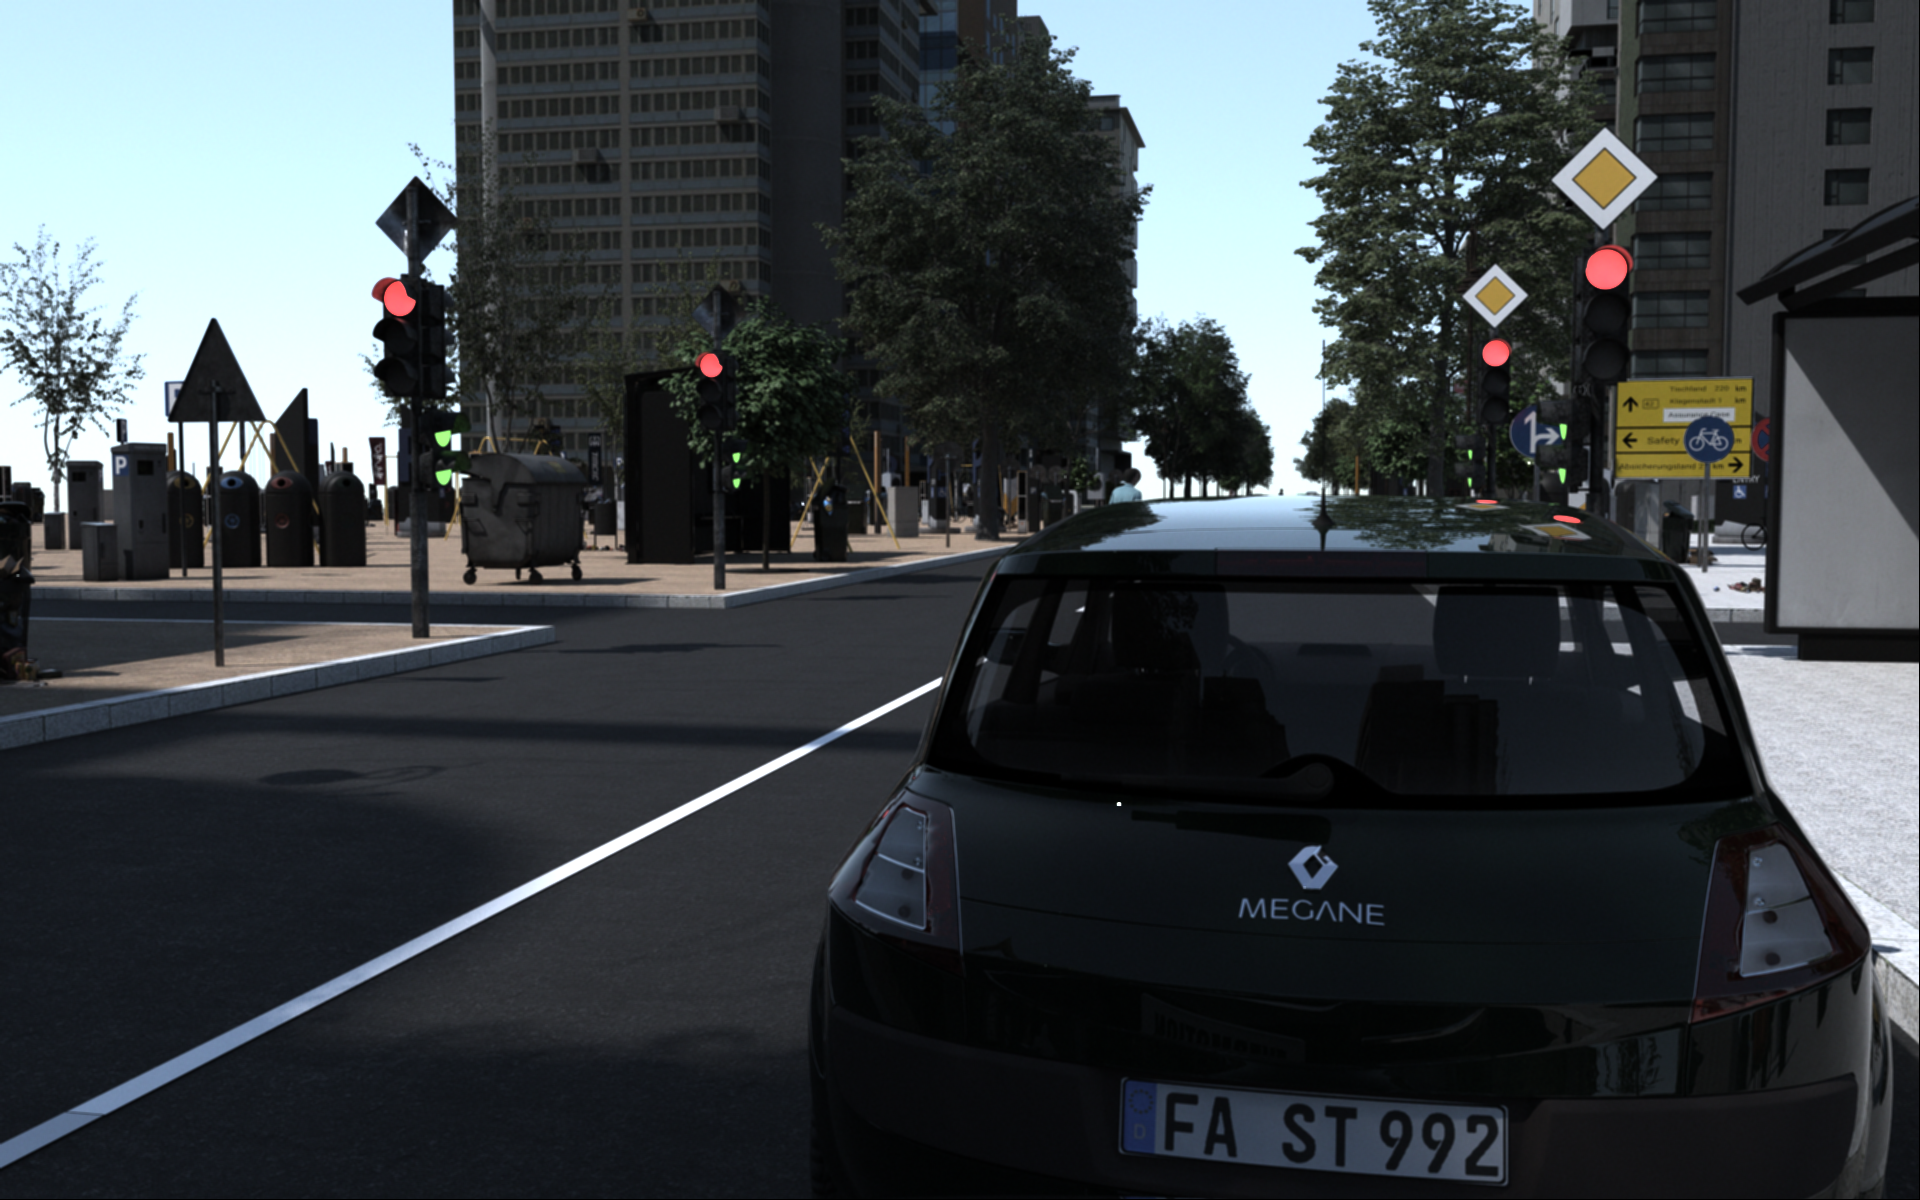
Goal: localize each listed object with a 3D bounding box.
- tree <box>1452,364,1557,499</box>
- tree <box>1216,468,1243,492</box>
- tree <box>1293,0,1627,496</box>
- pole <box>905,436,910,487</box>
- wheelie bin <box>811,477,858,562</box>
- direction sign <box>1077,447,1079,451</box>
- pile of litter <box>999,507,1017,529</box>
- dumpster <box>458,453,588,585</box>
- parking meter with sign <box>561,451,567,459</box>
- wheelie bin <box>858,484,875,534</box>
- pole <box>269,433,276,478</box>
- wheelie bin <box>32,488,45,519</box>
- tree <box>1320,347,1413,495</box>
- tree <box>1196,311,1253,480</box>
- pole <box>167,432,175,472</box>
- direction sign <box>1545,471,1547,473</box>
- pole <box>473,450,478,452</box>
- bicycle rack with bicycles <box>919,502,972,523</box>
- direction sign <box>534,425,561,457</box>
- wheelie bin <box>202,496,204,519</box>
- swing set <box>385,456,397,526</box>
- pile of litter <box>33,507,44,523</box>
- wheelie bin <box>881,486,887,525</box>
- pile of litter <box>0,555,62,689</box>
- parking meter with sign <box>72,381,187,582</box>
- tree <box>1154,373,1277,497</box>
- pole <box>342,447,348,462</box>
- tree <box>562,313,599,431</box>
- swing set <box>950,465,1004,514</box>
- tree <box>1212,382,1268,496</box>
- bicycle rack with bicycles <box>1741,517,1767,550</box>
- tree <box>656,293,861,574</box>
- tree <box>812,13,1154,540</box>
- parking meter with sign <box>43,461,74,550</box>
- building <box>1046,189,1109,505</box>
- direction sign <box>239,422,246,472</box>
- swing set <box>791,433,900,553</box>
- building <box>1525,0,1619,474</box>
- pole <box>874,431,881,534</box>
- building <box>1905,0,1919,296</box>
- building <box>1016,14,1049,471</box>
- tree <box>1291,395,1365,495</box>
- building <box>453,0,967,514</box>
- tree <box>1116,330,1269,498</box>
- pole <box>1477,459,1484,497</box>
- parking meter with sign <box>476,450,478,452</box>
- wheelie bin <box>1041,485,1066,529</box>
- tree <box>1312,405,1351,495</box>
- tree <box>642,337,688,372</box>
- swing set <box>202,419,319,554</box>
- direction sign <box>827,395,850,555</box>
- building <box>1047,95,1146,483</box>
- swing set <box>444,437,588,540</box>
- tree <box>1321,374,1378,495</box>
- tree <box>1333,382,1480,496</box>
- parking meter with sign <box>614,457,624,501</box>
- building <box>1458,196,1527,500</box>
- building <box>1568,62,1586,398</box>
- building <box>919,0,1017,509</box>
[{"bbox_3d":[8.259,-1.920,25.992,1.663,3.219,1.824,0,3,0],"label":"tree"},{"bbox_3d":[29.778,-12.638,190.347,4.285,4.588,4.351,0,3,0],"label":"tree"},{"bbox_3d":[10.667,-7.303,37.524,7.486,12.596,7.792,0,3,0],"label":"tree"},{"bbox_3d":[-1.862,-4.122,61.231,0.158,3.312,0.155,0,3,0],"label":"pole"},{"bbox_3d":[-2.452,-1.535,33.006,0.693,1.594,0.980,-1,4,-16],"label":"wheelie bin"},{"bbox_3d":[5.702,-5.631,84.063,0.379,3.537,0.876,1,4,8],"label":"direction sign"},{"bbox_3d":[1.708,-3.092,64.525,1.176,0.858,1.719,2,4,25],"label":"pile of litter"},{"bbox_3d":[-6.320,-1.180,25.059,1.264,1.857,1.865,1,4,11],"label":"dumpster"},{"bbox_3d":[-16.397,-4.504,69.895,0.543,3.016,1.738,0,4,5],"label":"parking meter with sign"},{"bbox_3d":[-3.309,-2.892,55.195,0.980,1.594,0.693,1,4,13],"label":"wheelie bin"},{"bbox_3d":[-22.981,-3.922,57.964,0.158,3.312,0.155,0,3,0],"label":"pole"},{"bbox_3d":[-46.662,-4.866,87.463,0.693,1.594,0.980,1,4,22],"label":"wheelie bin"},{"bbox_3d":[20.640,-8.218,84.733,4.360,8.622,3.978,0,3,0],"label":"tree"},{"bbox_3d":[16.153,-13.214,122.696,9.857,13.997,8.962,0,3,0],"label":"tree"},{"bbox_3d":[-26.081,-3.882,57.313,0.158,3.312,0.155,0,3,0],"label":"pole"},{"bbox_3d":[15.714,-3.331,46.467,0.876,3.537,0.379,-2,4,-26],"label":"direction sign"},{"bbox_3d":[-22.339,-5.269,79.984,0.158,3.312,0.155,0,3,0],"label":"pole"},{"bbox_3d":[-0.850,-3.978,78.428,2.925,0.926,2.852,-2,4,-25],"label":"bicycle rack with bicycles"},{"bbox_3d":[-13.614,-3.990,57.238,0.876,3.537,0.379,-2,4,-32],"label":"direction sign"},{"bbox_3d":[-37.200,-4.667,84.221,0.980,1.594,0.693,0,4,-4],"label":"wheelie bin"},{"bbox_3d":[-22.357,-4.522,71.546,3.119,2.851,2.862,-1,4,-20],"label":"swing set"},{"bbox_3d":[-41.759,-3.876,77.340,1.719,0.858,1.176,-3,4,-38],"label":"pile of litter"},{"bbox_3d":[-3.357,-3.875,71.263,0.980,1.594,0.693,1,4,16],"label":"wheelie bin"},{"bbox_3d":[-6.886,0.123,11.948,1.176,0.858,1.719,-2,4,-32],"label":"pile of litter"},{"bbox_3d":[-12.355,-1.821,26.031,0.543,3.016,1.738,1,4,23],"label":"parking meter with sign"},{"bbox_3d":[21.576,-14.435,153.023,9.611,12.733,9.660,0,3,0],"label":"tree"},{"bbox_3d":[-26.766,-4.991,75.444,0.158,3.312,0.155,0,3,0],"label":"pole"},{"bbox_3d":[-12.733,-7.031,65.318,4.737,8.622,4.395,0,3,0],"label":"tree"},{"bbox_3d":[0.835,-5.858,93.391,3.119,2.851,2.862,1,4,12],"label":"swing set"},{"bbox_3d":[25.514,-15.979,171.630,12.009,13.543,11.850,0,3,0],"label":"tree"},{"bbox_3d":[19.562,-1.562,38.921,2.852,0.926,2.925,-2,4,-27],"label":"bicycle rack with bicycles"},{"bbox_3d":[-3.273,-2.734,28.409,4.285,4.588,4.351,0,3,0],"label":"tree"},{"bbox_3d":[0.788,-8.646,48.011,9.857,13.997,8.962,0,3,0],"label":"tree"},{"bbox_3d":[-20.171,-2.671,39.933,1.738,3.016,0.543,-1,4,-11],"label":"parking meter with sign"},{"bbox_3d":[3.804,-31.675,209.759,32.217,40.220,23.993,1,4,11],"label":"building"},{"bbox_3d":[-15.858,-2.833,38.313,0.379,3.537,0.876,-2,4,-28],"label":"direction sign"},{"bbox_3d":[-3.255,-2.560,39.482,2.862,2.851,3.119,1,4,19],"label":"swing set"},{"bbox_3d":[59.971,-33.386,135.107,28.713,52.752,27.495,1,4,11],"label":"building"},{"bbox_3d":[-2.669,-3.810,56.139,0.158,3.312,0.155,0,3,0],"label":"pole"},{"bbox_3d":[37.513,-18.871,80.239,14.160,30.474,14.107,1,4,11],"label":"building"},{"bbox_3d":[-0.559,-28.227,145.111,14.154,41.232,14.086,1,4,11],"label":"building"},{"bbox_3d":[43.515,-17.323,200.239,9.611,12.733,9.660,0,3,0],"label":"tree"},{"bbox_3d":[-15.913,-25.835,114.279,32.217,40.220,23.993,1,4,11],"label":"building"},{"bbox_3d":[13.530,-11.343,111.218,9.928,11.665,9.643,0,3,0],"label":"tree"},{"bbox_3d":[18.746,-4.191,62.359,0.158,3.312,0.155,0,3,0],"label":"pole"},{"bbox_3d":[-18.504,-4.483,69.563,1.738,3.016,0.543,-1,4,-16],"label":"parking meter with sign"},{"bbox_3d":[3.370,-3.412,63.698,0.980,1.594,0.693,-1,4,-21],"label":"wheelie bin"},{"bbox_3d":[39.445,-14.851,177.223,7.601,10.594,8.767,-1,4,-21],"label":"tree"},{"bbox_3d":[-13.680,-7.925,79.936,4.360,8.622,3.978,0,3,0],"label":"tree"},{"bbox_3d":[-14.282,-2.303,35.271,2.862,2.851,3.119,-1,4,-13],"label":"swing set"},{"bbox_3d":[-2.549,-2.719,36.452,0.379,3.537,0.876,2,4,28],"label":"direction sign"},{"bbox_3d":[9.644,-39.517,235.341,28.713,52.752,27.495,1,4,11],"label":"building"},{"bbox_3d":[-12.521,-3.120,48.635,2.862,2.851,3.119,1,4,18],"label":"swing set"},{"bbox_3d":[23.345,-9.124,99.534,4.737,8.622,4.395,0,3,0],"label":"tree"},{"bbox_3d":[12.663,-3.903,47.532,4.285,4.588,4.351,0,3,0],"label":"tree"},{"bbox_3d":[-15.996,-5.309,83.058,0.543,3.016,1.738,1,4,11],"label":"parking meter with sign"},{"bbox_3d":[80.291,-33.063,232.463,32.217,40.220,23.993,1,4,11],"label":"building"},{"bbox_3d":[48.329,-21.105,116.769,14.160,30.474,14.107,1,4,11],"label":"building"},{"bbox_3d":[-3.677,-29.425,131.213,14.600,45.320,14.200,1,4,11],"label":"building"}]
